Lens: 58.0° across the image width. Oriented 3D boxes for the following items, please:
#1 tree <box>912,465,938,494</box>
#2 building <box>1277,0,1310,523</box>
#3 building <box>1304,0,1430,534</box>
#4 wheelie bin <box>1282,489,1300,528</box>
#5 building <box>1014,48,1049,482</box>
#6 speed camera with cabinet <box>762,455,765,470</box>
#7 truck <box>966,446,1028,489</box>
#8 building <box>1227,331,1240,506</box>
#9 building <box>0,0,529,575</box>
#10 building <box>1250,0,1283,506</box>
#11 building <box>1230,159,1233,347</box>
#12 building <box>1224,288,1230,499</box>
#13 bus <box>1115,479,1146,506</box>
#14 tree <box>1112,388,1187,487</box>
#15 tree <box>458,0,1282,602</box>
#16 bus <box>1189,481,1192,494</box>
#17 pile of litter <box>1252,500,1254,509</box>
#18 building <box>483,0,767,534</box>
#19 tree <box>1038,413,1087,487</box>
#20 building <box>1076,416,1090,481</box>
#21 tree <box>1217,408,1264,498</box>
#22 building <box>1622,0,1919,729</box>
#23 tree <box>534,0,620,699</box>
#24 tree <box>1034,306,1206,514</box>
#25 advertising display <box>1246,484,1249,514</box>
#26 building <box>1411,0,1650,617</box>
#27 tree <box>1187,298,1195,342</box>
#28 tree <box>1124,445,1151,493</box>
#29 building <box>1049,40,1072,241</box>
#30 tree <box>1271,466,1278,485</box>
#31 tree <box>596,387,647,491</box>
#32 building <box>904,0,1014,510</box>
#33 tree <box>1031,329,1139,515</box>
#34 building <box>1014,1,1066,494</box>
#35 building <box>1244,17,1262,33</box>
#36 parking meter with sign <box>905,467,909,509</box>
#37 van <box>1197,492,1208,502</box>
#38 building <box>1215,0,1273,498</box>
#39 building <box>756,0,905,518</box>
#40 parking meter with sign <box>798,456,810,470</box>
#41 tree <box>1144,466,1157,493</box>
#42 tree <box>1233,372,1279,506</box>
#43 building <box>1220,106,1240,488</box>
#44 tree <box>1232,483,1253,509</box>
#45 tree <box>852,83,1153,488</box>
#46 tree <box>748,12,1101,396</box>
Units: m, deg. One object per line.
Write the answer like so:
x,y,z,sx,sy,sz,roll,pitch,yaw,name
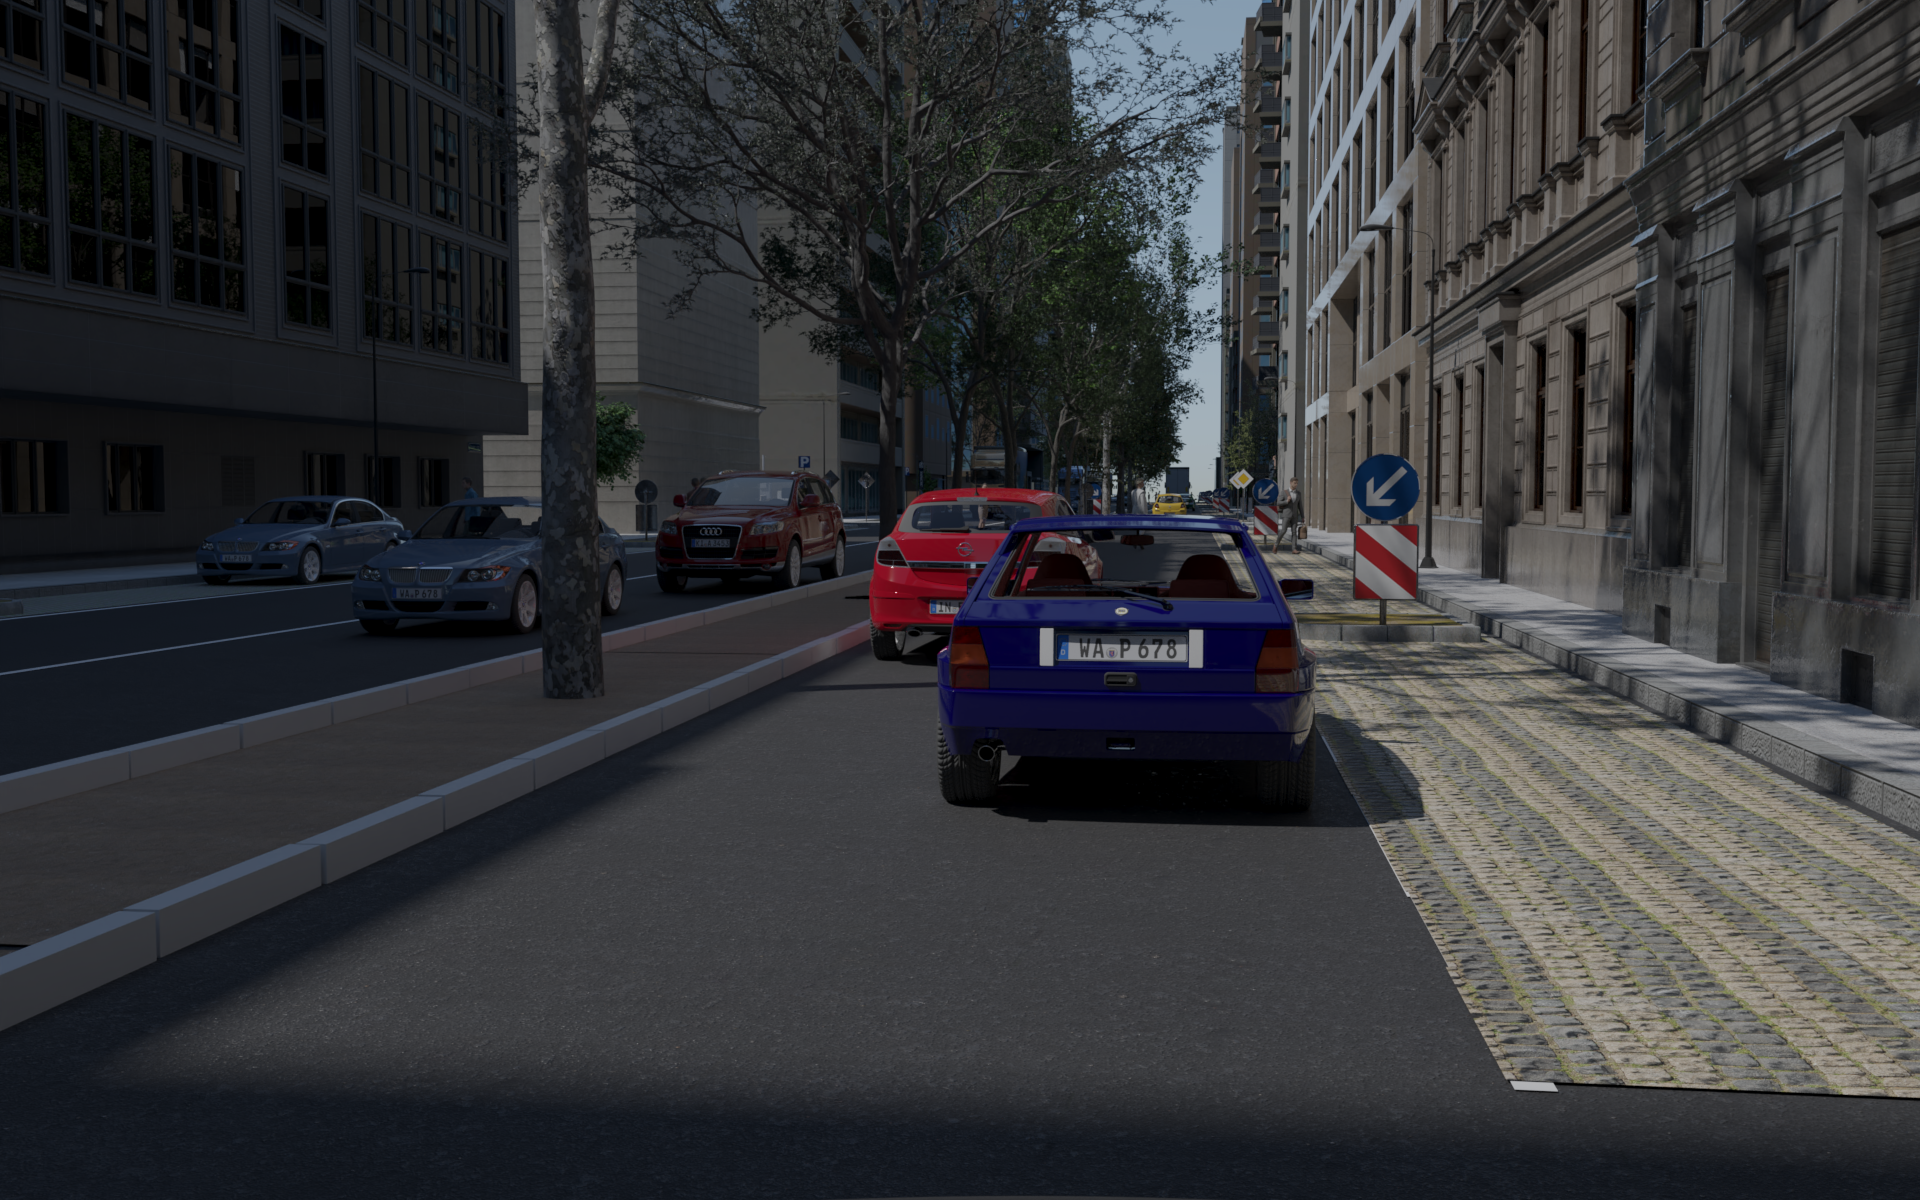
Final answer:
-2.192,-7.393,115.480,1.663,3.219,1.824,0,3,0,tree
26.768,-28.232,85.288,21.600,48.544,21.300,0,4,8,building
20.965,-15.016,50.024,19.350,26.468,34.151,0,4,8,building
12.611,-3.557,66.061,0.693,1.594,0.980,0,4,5,wheelie bin
-3.518,-38.000,210.533,28.713,52.752,27.495,0,4,8,building
-9.234,-5.714,87.751,2.038,3.252,0.660,0,4,7,speed camera with cabinet
2.305,-6.974,102.930,2.839,4.237,11.283,0,4,7,truck
44.519,-21.449,195.731,27.650,21.520,28.899,0,4,8,building
-19.561,-14.702,33.889,14.314,27.812,24.014,0,4,8,building
32.140,-28.638,122.852,22.147,44.769,28.867,0,4,8,building
41.017,-34.703,217.497,14.600,45.320,14.200,0,4,8,building
43.987,-28.756,241.869,14.160,30.474,14.107,0,4,8,building
20.479,-12.958,206.730,2.948,3.499,13.247,1,4,10,bus
15.595,-13.975,149.068,7.486,12.596,7.792,0,3,0,tree
-0.979,-6.751,23.212,12.009,13.543,11.850,0,3,0,tree
34.547,-17.010,269.660,2.896,3.916,12.252,1,4,9,bus
24.915,-8.219,148.351,1.176,0.858,1.719,0,4,8,pile of litter
-30.505,-17.674,65.377,44.131,29.872,17.030,0,4,8,building
13.375,-19.002,228.815,7.486,12.596,7.792,0,3,0,tree
15.098,-39.517,296.220,14.600,45.320,14.200,0,4,8,building
23.873,-11.964,145.979,4.737,8.622,4.395,0,3,0,tree
9.571,-9.587,5.894,9.793,20.994,18.267,0,4,8,building
-1.635,-9.312,10.600,12.611,20.169,13.585,0,3,0,tree
9.239,-11.003,99.358,9.611,12.733,9.660,0,3,0,tree
18.789,-6.612,113.327,0.123,1.923,0.974,0,4,5,advertising display
12.574,-9.776,24.460,10.561,19.102,19.286,0,4,8,building
2.632,-6.983,51.047,8.767,10.594,7.601,0,4,8,tree
14.877,-11.621,142.815,4.737,8.622,4.395,0,3,0,tree
9.550,-51.388,278.441,20.563,71.187,20.611,0,4,8,building
19.097,-6.548,101.669,1.663,3.219,1.824,0,3,0,tree
-11.094,-4.207,52.497,4.285,4.588,4.351,0,3,0,tree
-3.033,-30.360,146.494,14.600,45.320,14.200,0,4,8,building
4.707,-6.952,66.480,4.360,8.622,3.978,0,3,0,tree
5.098,-57.442,251.854,22.319,86.520,31.000,0,4,8,building
33.023,-31.202,160.263,14.600,45.320,14.200,0,4,8,building
-4.154,-7.079,112.007,1.738,3.016,0.543,2,4,30,parking meter with sign
40.942,-17.434,292.048,2.013,2.044,4.112,0,4,7,van
54.687,-59.829,290.880,22.319,86.520,31.000,0,4,8,building
-15.405,-29.036,98.441,21.300,48.544,21.600,0,4,8,building
-7.459,-5.116,79.909,0.543,3.016,1.738,-2,4,-25,parking meter with sign
9.890,-9.401,106.531,4.360,8.622,3.978,0,3,0,tree
18.417,-9.486,105.461,4.360,8.622,3.978,0,3,0,tree
50.126,-44.028,261.850,21.231,58.520,28.212,0,4,8,building
25.150,-9.750,154.009,1.663,3.219,1.824,0,3,0,tree
1.161,-6.977,42.284,9.928,11.665,9.643,0,3,0,tree
-0.174,-5.890,33.169,8.767,10.594,7.601,0,4,8,tree
